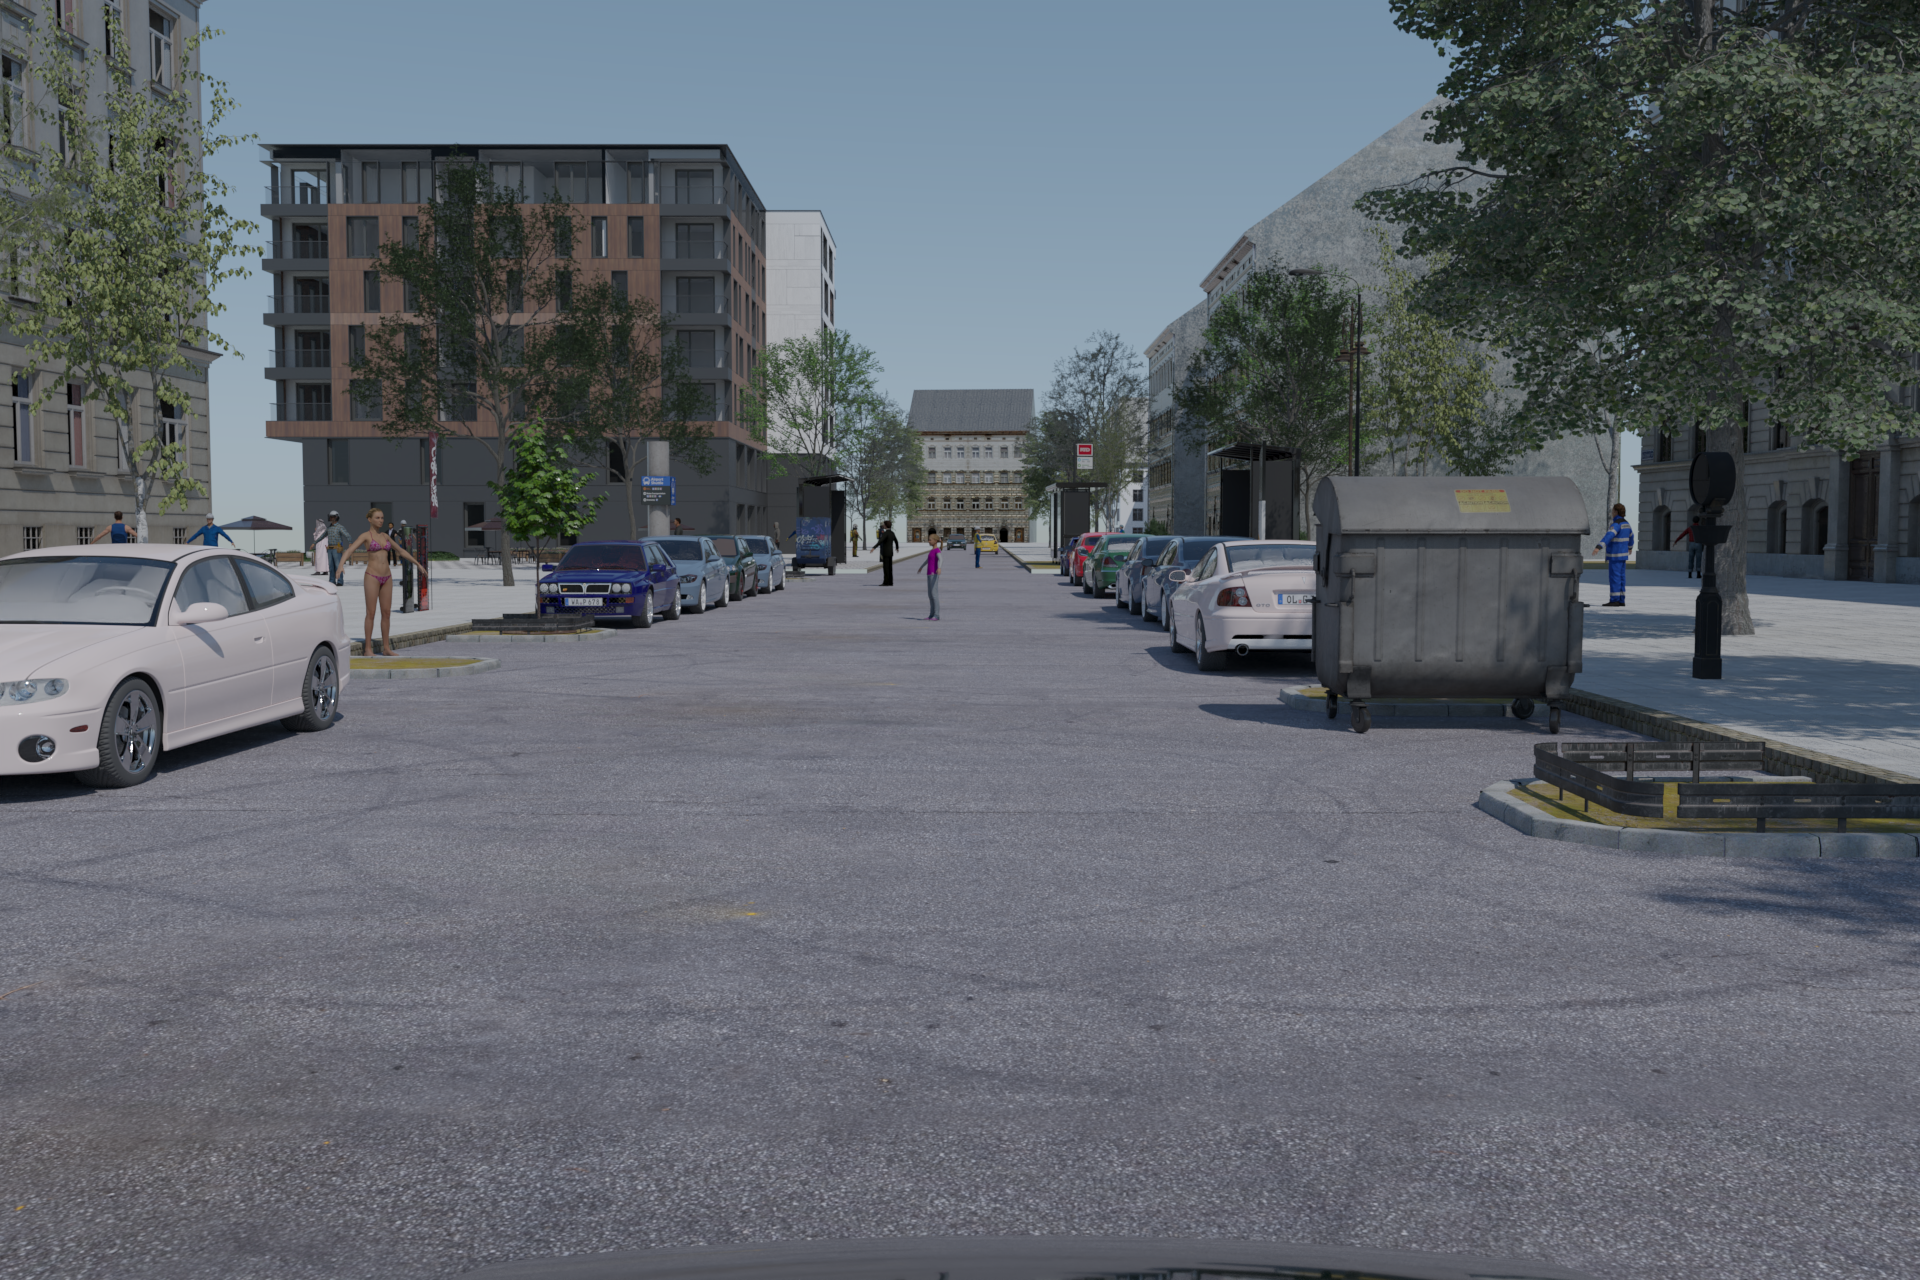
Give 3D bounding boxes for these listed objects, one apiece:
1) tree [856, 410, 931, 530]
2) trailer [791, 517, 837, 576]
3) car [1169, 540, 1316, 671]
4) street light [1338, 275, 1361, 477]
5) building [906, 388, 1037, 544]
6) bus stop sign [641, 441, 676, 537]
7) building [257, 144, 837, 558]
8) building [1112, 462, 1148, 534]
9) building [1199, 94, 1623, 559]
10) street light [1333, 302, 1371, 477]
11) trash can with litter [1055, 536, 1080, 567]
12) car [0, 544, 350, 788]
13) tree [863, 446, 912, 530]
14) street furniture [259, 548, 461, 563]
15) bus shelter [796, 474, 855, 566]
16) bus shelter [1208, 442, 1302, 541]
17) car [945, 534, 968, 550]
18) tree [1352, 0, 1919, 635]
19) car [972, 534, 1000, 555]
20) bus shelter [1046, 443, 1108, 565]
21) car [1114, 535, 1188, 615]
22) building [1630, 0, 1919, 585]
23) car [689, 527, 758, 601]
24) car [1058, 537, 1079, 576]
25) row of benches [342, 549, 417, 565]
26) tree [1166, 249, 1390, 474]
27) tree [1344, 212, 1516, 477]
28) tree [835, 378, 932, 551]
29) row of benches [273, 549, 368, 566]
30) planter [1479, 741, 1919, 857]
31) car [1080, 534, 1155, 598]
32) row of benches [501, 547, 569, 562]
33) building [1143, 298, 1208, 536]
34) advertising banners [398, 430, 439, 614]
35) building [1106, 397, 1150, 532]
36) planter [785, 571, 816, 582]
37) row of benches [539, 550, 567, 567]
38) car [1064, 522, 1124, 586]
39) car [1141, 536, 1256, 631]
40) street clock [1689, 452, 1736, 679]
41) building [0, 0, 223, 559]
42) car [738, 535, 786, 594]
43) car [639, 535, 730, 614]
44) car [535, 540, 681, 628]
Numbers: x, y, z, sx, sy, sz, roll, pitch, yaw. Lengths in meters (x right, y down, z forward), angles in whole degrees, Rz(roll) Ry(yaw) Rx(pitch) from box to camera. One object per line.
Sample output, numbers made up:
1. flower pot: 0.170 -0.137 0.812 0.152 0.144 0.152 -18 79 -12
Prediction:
1. tree: -6.116 -14.681 158.166 7.486 12.596 7.792 0 3 0
2. trailer: -5.050 -3.193 59.257 1.471 1.999 3.904 0 4 0
3. car: 3.443 -0.433 19.444 2.083 1.381 4.827 0 4 1
4. street light: 7.520 -3.539 30.402 1.470 5.913 1.316 0 4 1
5. building: 2.046 -26.148 260.900 18.063 23.208 19.493 0 4 6
6. bus stop sign: -8.602 -3.696 49.445 0.837 3.901 0.837 0 3 0
7. building: -22.719 -16.108 107.343 27.936 21.610 32.646 0 3 0
8. building: 23.195 -15.944 202.834 9.099 9.664 28.070 0 4 1
9. building: 24.098 -16.207 95.919 19.493 23.208 18.063 0 4 1
10. street light: 7.820 -3.786 34.693 0.468 5.910 1.993 0 4 1
11. trash can with litter: 4.589 -3.428 67.113 1.678 1.210 2.233 0 4 -1
12. car: -5.570 0.065 11.300 2.083 1.381 4.827 0 4 1
13. tree: -6.645 -11.885 144.680 4.360 8.622 3.978 0 3 0
14. street furniture: -27.368 -3.974 80.601 5.734 0.657 10.072 3 5 40
15. bus shelter: -5.428 -4.852 70.619 1.731 3.624 6.357 0 4 2
16. bus shelter: 7.976 -3.423 47.243 1.731 3.624 6.357 0 4 1
17. car: -0.287 -8.781 153.358 2.009 1.686 4.222 0 4 0
18. tree: 9.775 -7.042 21.789 9.857 13.997 8.962 0 3 0
19. car: 1.835 -6.815 121.644 2.015 1.641 3.980 0 4 1
20. bus shelter: 4.855 -5.904 74.155 2.179 5.291 8.768 0 4 -1
21. car: 3.884 -1.221 31.973 2.014 1.417 4.499 0 4 0
22. building: 29.778 -13.860 45.701 14.460 24.649 34.723 0 4 0
23. car: -5.501 -1.740 38.236 2.009 1.686 4.222 0 4 0
24. car: 4.377 -2.890 59.831 1.945 1.354 3.894 0 4 1
25. row of benches: -24.322 -3.511 72.872 4.104 0.672 1.422 1 4 16
26. tree: 10.472 -7.549 57.840 8.767 10.594 7.601 3 4 39
27. tree: 10.469 -5.455 39.554 4.737 8.622 4.395 0 3 0
28. tree: -7.549 -13.729 134.833 12.009 13.543 11.850 0 3 0
29. row of benches: -25.426 -3.320 69.752 4.104 0.672 1.422 -2 4 -28
30. planter: 3.705 0.763 8.669 1.991 0.319 1.994 0 4 0
31. car: 3.881 -1.731 40.100 2.131 1.459 4.920 0 4 0
32. row of benches: -19.858 -4.034 81.424 1.422 0.672 4.104 3 4 37
33. building: 24.872 -18.600 135.034 19.493 23.208 18.063 0 4 1
34. advertising banners: -8.958 -1.994 28.784 0.090 3.025 2.074 0 4 1
35. building: 28.989 -22.372 232.246 16.747 18.905 31.486 0 4 1
36. planter: -5.415 -1.925 52.609 1.991 0.319 1.994 0 4 2
37. row of benches: -14.356 -3.096 66.077 4.104 0.672 1.422 1 4 20
38. car: 4.041 -2.442 48.975 2.155 1.783 4.494 0 4 1
39. car: 3.862 -0.907 26.834 2.014 1.417 4.499 0 4 0
40. street clock: 6.635 -0.658 15.326 0.358 2.002 0.471 0 4 1
41. building: -30.188 -12.623 38.401 16.112 23.069 30.059 0 3 0
42. car: -5.364 -1.894 42.973 2.014 1.417 4.499 0 4 1
43. car: -5.441 -1.262 32.638 2.014 1.417 4.499 0 4 1
44. car: -5.561 -0.918 27.598 1.945 1.354 3.894 0 4 1
